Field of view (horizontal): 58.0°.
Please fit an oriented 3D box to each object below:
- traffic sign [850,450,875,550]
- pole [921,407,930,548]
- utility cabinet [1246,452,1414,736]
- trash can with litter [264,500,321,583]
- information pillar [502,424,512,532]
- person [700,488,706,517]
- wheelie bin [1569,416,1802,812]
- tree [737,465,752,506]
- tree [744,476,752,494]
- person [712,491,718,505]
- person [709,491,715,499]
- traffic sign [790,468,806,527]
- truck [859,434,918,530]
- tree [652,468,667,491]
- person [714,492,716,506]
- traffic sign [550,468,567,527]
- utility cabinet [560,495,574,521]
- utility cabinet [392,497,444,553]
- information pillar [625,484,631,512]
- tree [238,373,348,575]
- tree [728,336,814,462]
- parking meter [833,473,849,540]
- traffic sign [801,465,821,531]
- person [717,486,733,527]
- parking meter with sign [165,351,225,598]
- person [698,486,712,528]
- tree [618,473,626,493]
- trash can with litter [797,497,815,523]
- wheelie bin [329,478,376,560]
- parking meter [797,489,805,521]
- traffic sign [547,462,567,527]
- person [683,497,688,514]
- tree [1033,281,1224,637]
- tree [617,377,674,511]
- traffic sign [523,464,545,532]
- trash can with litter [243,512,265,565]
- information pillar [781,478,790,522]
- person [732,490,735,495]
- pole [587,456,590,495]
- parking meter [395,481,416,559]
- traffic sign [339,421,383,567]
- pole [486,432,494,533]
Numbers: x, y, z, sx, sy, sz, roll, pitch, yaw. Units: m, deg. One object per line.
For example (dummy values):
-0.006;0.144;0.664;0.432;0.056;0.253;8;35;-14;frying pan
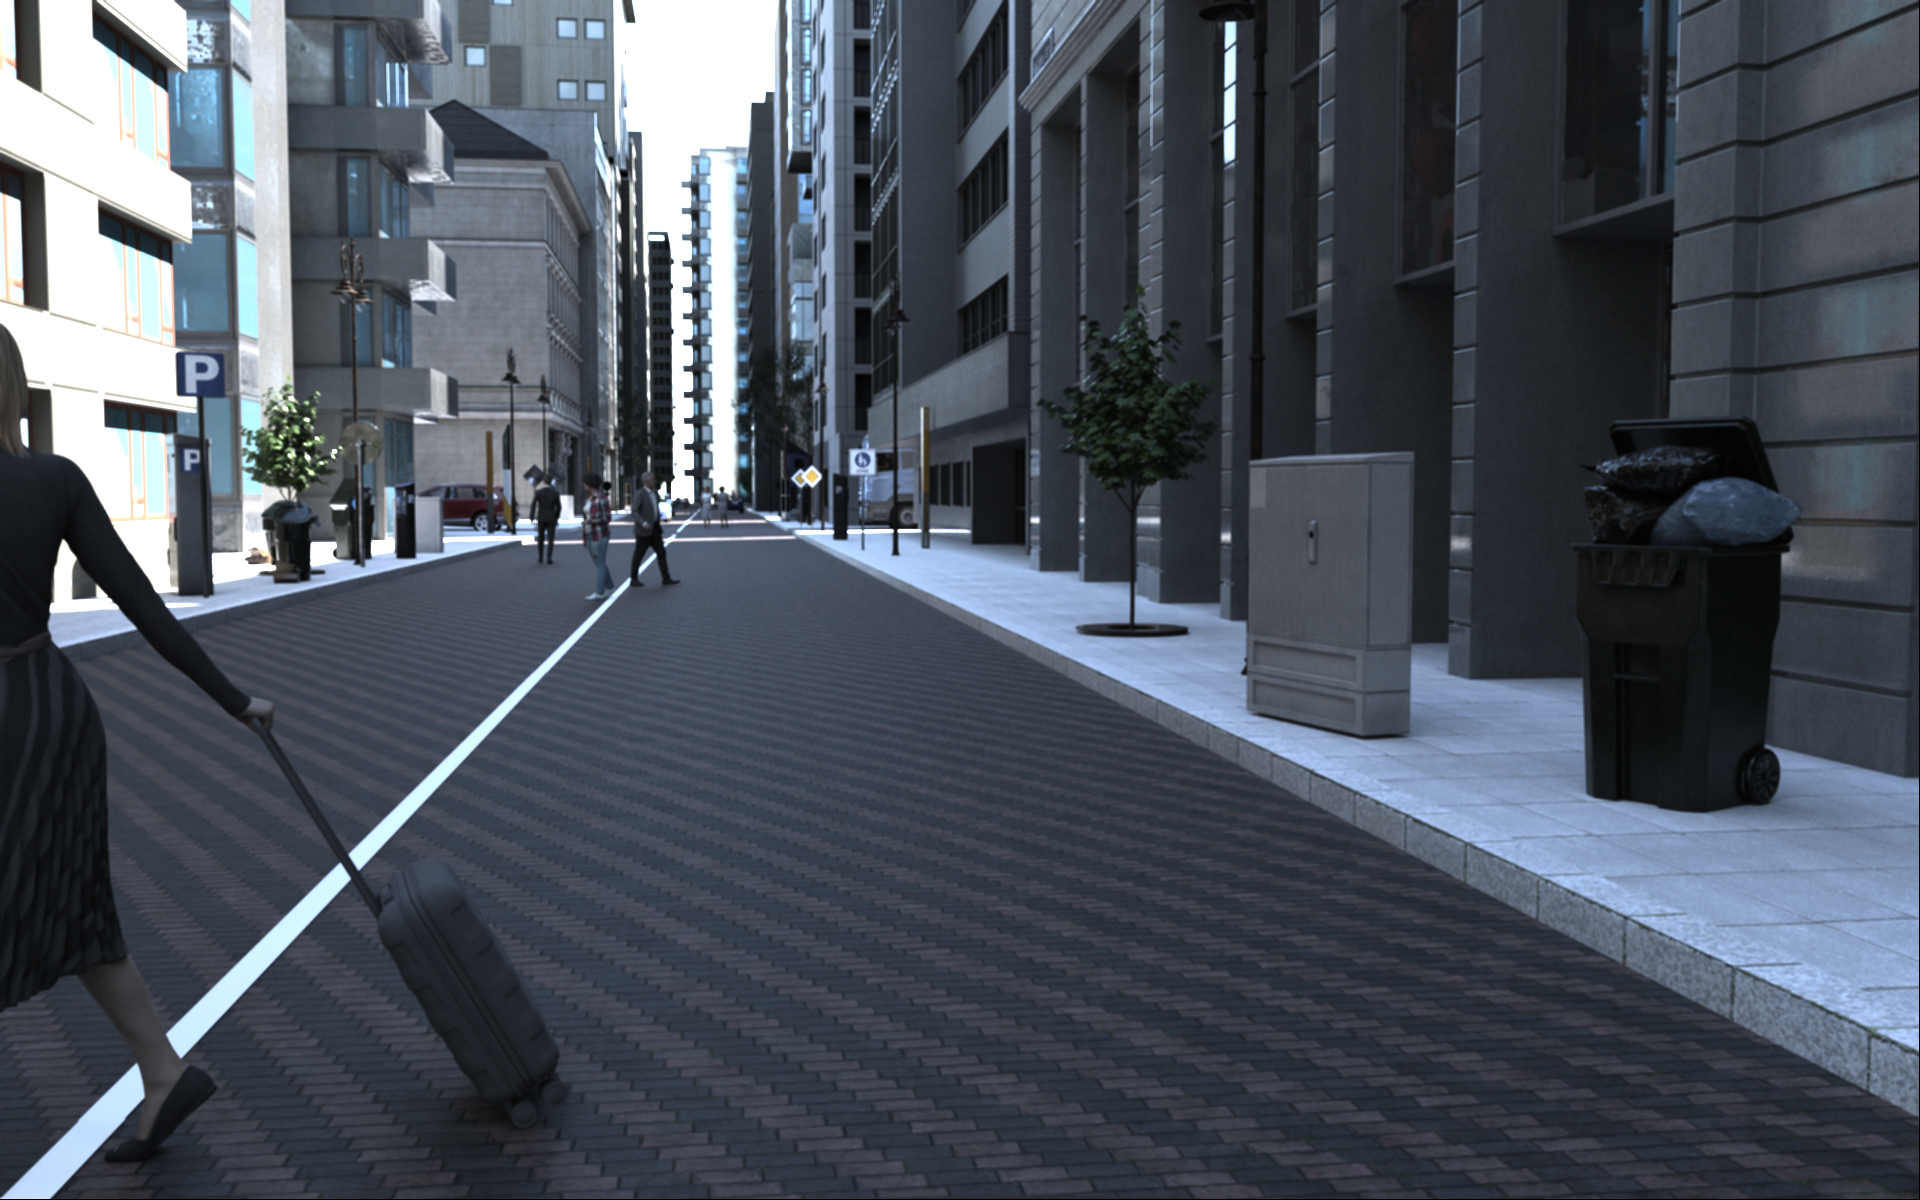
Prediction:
-2.217;-2.285;39.488;0.606;2.300;0.079;0;4;-2;traffic sign
-0.818;-2.875;40.845;0.158;3.312;0.155;0;3;0;pole
2.012;-0.055;9.571;0.318;1.500;1.173;-1;4;-21;utility cabinet
-9.728;-0.853;25.339;0.624;1.170;1.055;-1;4;-14;trash can with litter
-15.204;-4.085;58.144;0.183;3.616;0.504;-3;4;-37;information pillar
-15.903;-6.087;107.866;0.795;1.843;0.661;1;4;21;person
3.007;0.042;7.220;0.693;1.594;0.980;-3;4;-36;wheelie bin
-23.078;-12.737;191.971;4.285;4.588;4.351;0;3;0;tree
-22.126;-11.581;183.949;1.663;3.219;1.824;0;3;0;tree
-24.849;-10.279;177.076;1.217;1.766;0.721;-1;4;-16;person
-23.478;-9.346;162.130;1.217;1.723;0.721;-1;4;-19;person
-6.225;-3.919;67.722;0.795;2.450;0.064;0;4;-8;traffic sign
4.876;-4.671;66.131;18.799;4.110;2.967;-1;4;-9;truck
-38.310;-14.285;217.273;4.285;4.588;4.351;0;3;0;tree
-29.775;-12.294;210.973;0.593;1.643;0.415;3;4;36;person
-15.481;-3.841;66.437;0.795;2.450;0.064;0;4;-8;traffic sign
-18.604;-4.333;82.005;0.306;1.237;1.020;-2;4;-34;utility cabinet
-11.784;-1.623;37.690;1.020;1.237;0.306;0;4;-5;utility cabinet
-23.549;-7.231;122.716;0.304;2.012;0.304;3;5;44;information pillar
-10.648;-2.032;27.818;1.663;3.219;1.824;0;3;0;tree
-9.677;-10.215;101.433;8.767;10.594;7.601;0;4;4;tree
-3.343;-2.624;48.617;0.399;1.863;0.255;1;4;15;parking meter
-5.106;-3.436;59.815;0.795;2.450;0.064;0;4;-8;traffic sign
-10.160;-4.036;74.852;0.716;1.782;0.532;-1;4;-9;person
-9.798;-1.578;22.055;0.543;3.016;1.738;-2;4;-34;parking meter with sign
-10.718;-3.907;72.943;0.480;1.755;0.524;1;4;17;person
-26.936;-8.680;136.524;1.663;3.219;1.824;0;3;0;tree
-6.833;-4.035;77.362;0.624;1.170;1.055;-3;4;-38;trash can with litter
-11.943;-1.601;34.078;0.980;1.594;0.693;3;4;38;wheelie bin
-7.497;-4.487;81.776;0.372;1.533;0.369;0;3;0;parking meter
-15.817;-4.155;68.041;0.768;2.556;0.104;0;4;-4;traffic sign
-20.068;-6.930;126.476;0.373;1.253;0.362;2;4;27;person
1.624;-1.296;15.797;1.663;3.219;1.824;0;3;0;tree
-25.881;-12.042;131.300;8.767;10.594;7.601;0;4;-8;tree
-14.362;-3.357;58.531;0.795;2.450;0.064;0;4;-8;traffic sign
-12.576;-1.243;31.708;0.624;1.170;1.055;1;4;17;trash can with litter
-8.142;-4.668;80.816;0.304;2.012;0.304;2;4;34;information pillar
-19.519;-8.516;148.178;0.568;1.767;0.683;0;4;7;person
-20.090;-6.116;93.848;0.158;3.312;0.155;0;3;0;pole
-11.060;-1.598;34.543;0.372;1.533;0.369;0;3;0;parking meter
-10.480;-1.847;30.310;0.768;2.556;0.104;0;4;1;traffic sign
-15.361;-3.839;56.613;0.158;3.312;0.155;0;3;0;pole
